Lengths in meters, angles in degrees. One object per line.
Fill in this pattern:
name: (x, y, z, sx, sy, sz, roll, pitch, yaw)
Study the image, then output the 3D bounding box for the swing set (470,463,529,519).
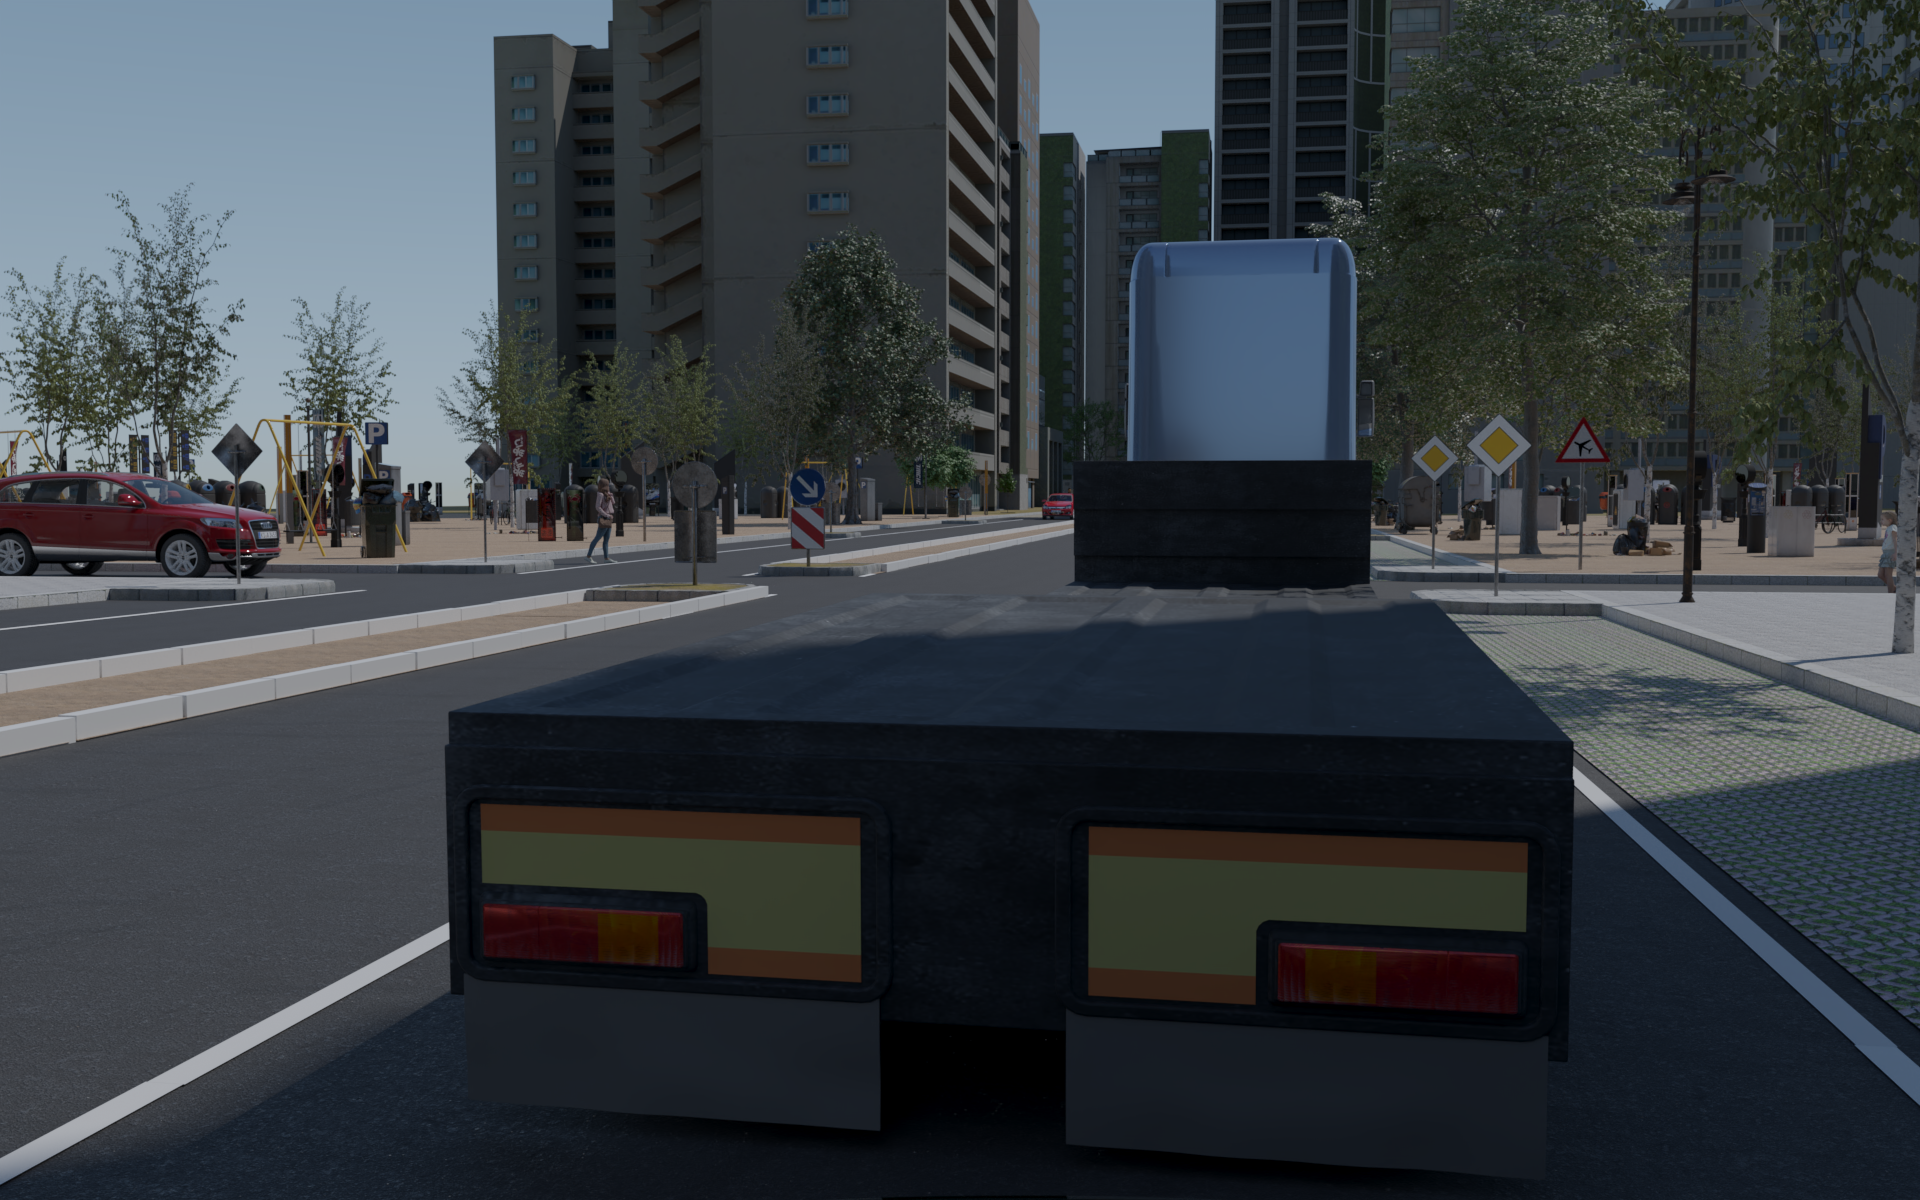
swing set: (-23.379, -5.500, 87.548, 3.119, 2.851, 2.862, -1, 4, -15)

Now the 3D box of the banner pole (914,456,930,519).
banner pole: (-1.980, -6.056, 89.032, 0.863, 3.779, 0.401, 0, 4, -2)

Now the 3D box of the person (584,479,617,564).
person: (-7.424, -1.631, 35.751, 0.643, 1.750, 0.593, 0, 4, -3)

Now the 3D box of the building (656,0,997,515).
building: (-9.555, -30.298, 119.078, 21.300, 48.544, 21.600, 1, 4, 10)

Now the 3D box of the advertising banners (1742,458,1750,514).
advertising banners: (33.726, -4.774, 74.241, 0.090, 3.025, 2.074, 2, 4, 31)

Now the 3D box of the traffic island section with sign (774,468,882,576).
traffic island section with sign: (-2.569, -1.404, 31.100, 2.006, 1.907, 1.989, 1, 4, 10)

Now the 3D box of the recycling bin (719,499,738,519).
recycling bin: (-11.753, -4.605, 87.852, 0.722, 1.027, 0.722, 1, 4, 22)

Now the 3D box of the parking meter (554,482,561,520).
parking meter: (-19.750, -4.850, 85.012, 0.255, 1.863, 0.399, -2, 4, -27)

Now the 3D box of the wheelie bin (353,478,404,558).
wheelie bin: (-11.692, -1.651, 34.910, 0.980, 1.594, 0.693, -2, 4, -29)

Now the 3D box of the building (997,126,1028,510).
building: (-2.477, -22.343, 137.002, 14.160, 30.474, 14.107, 1, 4, 10)

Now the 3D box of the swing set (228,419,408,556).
swing set: (-14.035, -2.419, 37.176, 2.862, 2.851, 3.119, 1, 4, 17)

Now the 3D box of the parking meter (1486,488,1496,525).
parking meter: (21.856, -3.846, 71.297, 0.372, 1.533, 0.369, 0, 3, 0)

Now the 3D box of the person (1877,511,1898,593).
person: (12.409, -0.579, 22.986, 0.382, 1.210, 0.505, 1, 4, 14)

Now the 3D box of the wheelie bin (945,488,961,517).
wheelie bin: (-0.342, -5.331, 95.075, 0.980, 1.594, 0.693, 0, 4, -2)

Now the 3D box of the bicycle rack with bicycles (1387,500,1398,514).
bicycle rack with bicycles: (25.356, -5.332, 100.555, 2.925, 0.926, 2.852, -1, 4, -20)

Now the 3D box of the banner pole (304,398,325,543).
banner pole: (-16.754, -3.363, 45.005, 0.863, 3.779, 0.401, 2, 4, 32)

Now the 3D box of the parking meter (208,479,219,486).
parking meter: (-27.985, -3.629, 65.041, 0.399, 1.863, 0.255, 1, 4, 16)

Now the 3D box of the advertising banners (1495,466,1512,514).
advertising banners: (30.691, -6.222, 97.919, 2.074, 3.025, 0.090, -3, 4, -36)

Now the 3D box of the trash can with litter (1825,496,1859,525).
trash can with litter: (36.699, -3.717, 71.829, 2.233, 1.210, 1.678, 2, 4, 35)

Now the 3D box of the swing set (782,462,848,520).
swing set: (-7.147, -5.325, 84.682, 3.119, 2.851, 2.862, -1, 4, -17)

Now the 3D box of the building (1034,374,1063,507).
building: (-6.522, -52.344, 168.503, 31.000, 86.520, 22.319, 1, 4, 10)

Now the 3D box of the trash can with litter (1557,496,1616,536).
trash can with litter: (19.301, -2.580, 53.247, 2.233, 1.210, 1.678, -1, 4, -10)

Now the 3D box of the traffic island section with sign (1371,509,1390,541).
traffic island section with sign: (12.308, -2.766, 53.846, 1.989, 1.847, 2.006, 1, 4, 10)

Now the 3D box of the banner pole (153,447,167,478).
banner pole: (-42.053, -6.193, 91.274, 0.863, 3.779, 0.401, -2, 4, -30)

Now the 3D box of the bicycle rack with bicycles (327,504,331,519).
bicycle rack with bicycles: (-31.613, -4.747, 90.998, 2.925, 0.926, 2.852, 2, 4, 32)

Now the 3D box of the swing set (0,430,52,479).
swing set: (-23.685, -2.776, 43.007, 3.119, 2.851, 2.862, 3, 5, 41)

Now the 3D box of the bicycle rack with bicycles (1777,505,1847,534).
bicycle rack with bicycles: (27.894, -2.658, 56.834, 2.925, 0.926, 2.852, -1, 4, -18)

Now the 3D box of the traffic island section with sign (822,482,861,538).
traffic island section with sign: (-4.337, -2.969, 57.167, 1.989, 1.847, 2.006, 1, 4, 10)

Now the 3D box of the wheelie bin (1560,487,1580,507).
wheelie bin: (27.340, -4.258, 77.527, 0.980, 1.594, 0.693, 0, 4, 3)

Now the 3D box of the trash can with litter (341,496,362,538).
trash can with litter: (-17.658, -2.474, 51.505, 1.678, 1.210, 2.233, 2, 4, 35)

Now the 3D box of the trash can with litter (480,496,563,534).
trash can with litter: (-14.252, -2.763, 56.236, 2.233, 1.210, 1.678, -1, 4, -21)

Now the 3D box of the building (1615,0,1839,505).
building: (47.685, -27.162, 135.972, 32.217, 40.220, 23.993, 1, 4, 10)

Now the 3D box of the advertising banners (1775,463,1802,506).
advertising banners: (46.675, -6.231, 98.068, 0.090, 3.025, 2.074, -2, 4, -31)

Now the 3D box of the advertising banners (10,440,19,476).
advertising banners: (-30.977, -3.661, 56.045, 0.090, 3.025, 2.074, 0, 4, 0)

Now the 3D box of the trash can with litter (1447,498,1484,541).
trash can with litter: (13.932, -2.230, 47.855, 0.624, 1.170, 1.055, -3, 4, -36)

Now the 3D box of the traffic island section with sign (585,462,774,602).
traffic island section with sign: (-3.839, -0.958, 23.802, 2.006, 1.907, 1.989, 1, 4, 10)

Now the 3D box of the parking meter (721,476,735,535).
parking meter: (-7.332, -2.997, 54.712, 0.399, 1.863, 0.255, 3, 5, 45)

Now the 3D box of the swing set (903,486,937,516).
swing set: (-1.862, -6.546, 104.651, 3.119, 2.851, 2.862, 1, 4, 10)

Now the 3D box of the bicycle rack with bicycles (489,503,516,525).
bicycle rack with bicycles: (-18.374, -3.592, 72.110, 2.852, 0.926, 2.925, -1, 4, -17)

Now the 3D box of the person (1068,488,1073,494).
person: (7.319, -6.563, 115.770, 1.348, 1.831, 0.705, 0, 4, -6)

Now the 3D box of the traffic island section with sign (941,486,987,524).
traffic island section with sign: (0.245, -4.593, 83.731, 1.989, 1.847, 2.006, 1, 4, 10)

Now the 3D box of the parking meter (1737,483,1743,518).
parking meter: (41.898, -5.333, 92.899, 0.399, 1.863, 0.255, -2, 4, -31)

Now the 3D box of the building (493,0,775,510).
building: (-32.548, -33.743, 175.397, 21.600, 48.544, 21.300, 1, 4, 10)

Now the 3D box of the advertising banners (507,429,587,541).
advertising banners: (-11.206, -3.110, 47.035, 2.074, 3.025, 0.090, 0, 4, -7)

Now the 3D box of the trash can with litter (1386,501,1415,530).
trash can with litter: (15.736, -3.055, 61.333, 0.624, 1.170, 1.055, -1, 4, -14)

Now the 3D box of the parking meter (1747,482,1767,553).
parking meter: (17.356, -1.793, 37.721, 0.372, 1.533, 0.369, 0, 3, 0)

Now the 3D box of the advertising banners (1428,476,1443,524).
advertising banners: (20.320, -4.766, 74.104, 0.090, 3.025, 2.074, 0, 4, -1)

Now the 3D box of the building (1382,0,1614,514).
building: (36.060, -26.609, 118.657, 14.154, 41.232, 14.086, 1, 4, 10)

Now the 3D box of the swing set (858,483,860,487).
swing set: (-7.178, -6.707, 107.285, 2.862, 2.851, 3.119, 1, 4, 15)

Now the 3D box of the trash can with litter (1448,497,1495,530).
trash can with litter: (18.848, -3.173, 62.941, 1.678, 1.210, 2.233, -3, 5, -42)

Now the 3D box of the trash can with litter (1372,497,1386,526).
trash can with litter: (17.077, -3.578, 69.895, 1.055, 1.170, 0.624, -3, 5, -43)

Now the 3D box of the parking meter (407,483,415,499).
parking meter: (-29.156, -5.278, 92.003, 0.255, 1.863, 0.399, 1, 4, 10)

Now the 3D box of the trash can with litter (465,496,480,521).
trash can with litter: (-23.598, -4.480, 84.312, 1.678, 1.210, 2.233, 0, 4, -1)

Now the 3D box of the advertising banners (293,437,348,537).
advertising banners: (-19.449, -3.441, 52.449, 0.090, 3.025, 2.074, 3, 5, 40)

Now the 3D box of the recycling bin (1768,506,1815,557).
recycling bin: (17.129, -1.415, 35.686, 0.722, 1.027, 0.722, 1, 4, 10)

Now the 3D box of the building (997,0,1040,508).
building: (-0.851, -30.621, 150.756, 14.600, 45.320, 14.200, 1, 4, 10)

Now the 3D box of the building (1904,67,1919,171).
building: (95.574, -29.002, 157.780, 14.086, 41.232, 14.154, 1, 4, 10)

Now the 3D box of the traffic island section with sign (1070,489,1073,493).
traffic island section with sign: (8.755, -7.611, 133.061, 1.989, 1.847, 2.006, 1, 4, 10)
